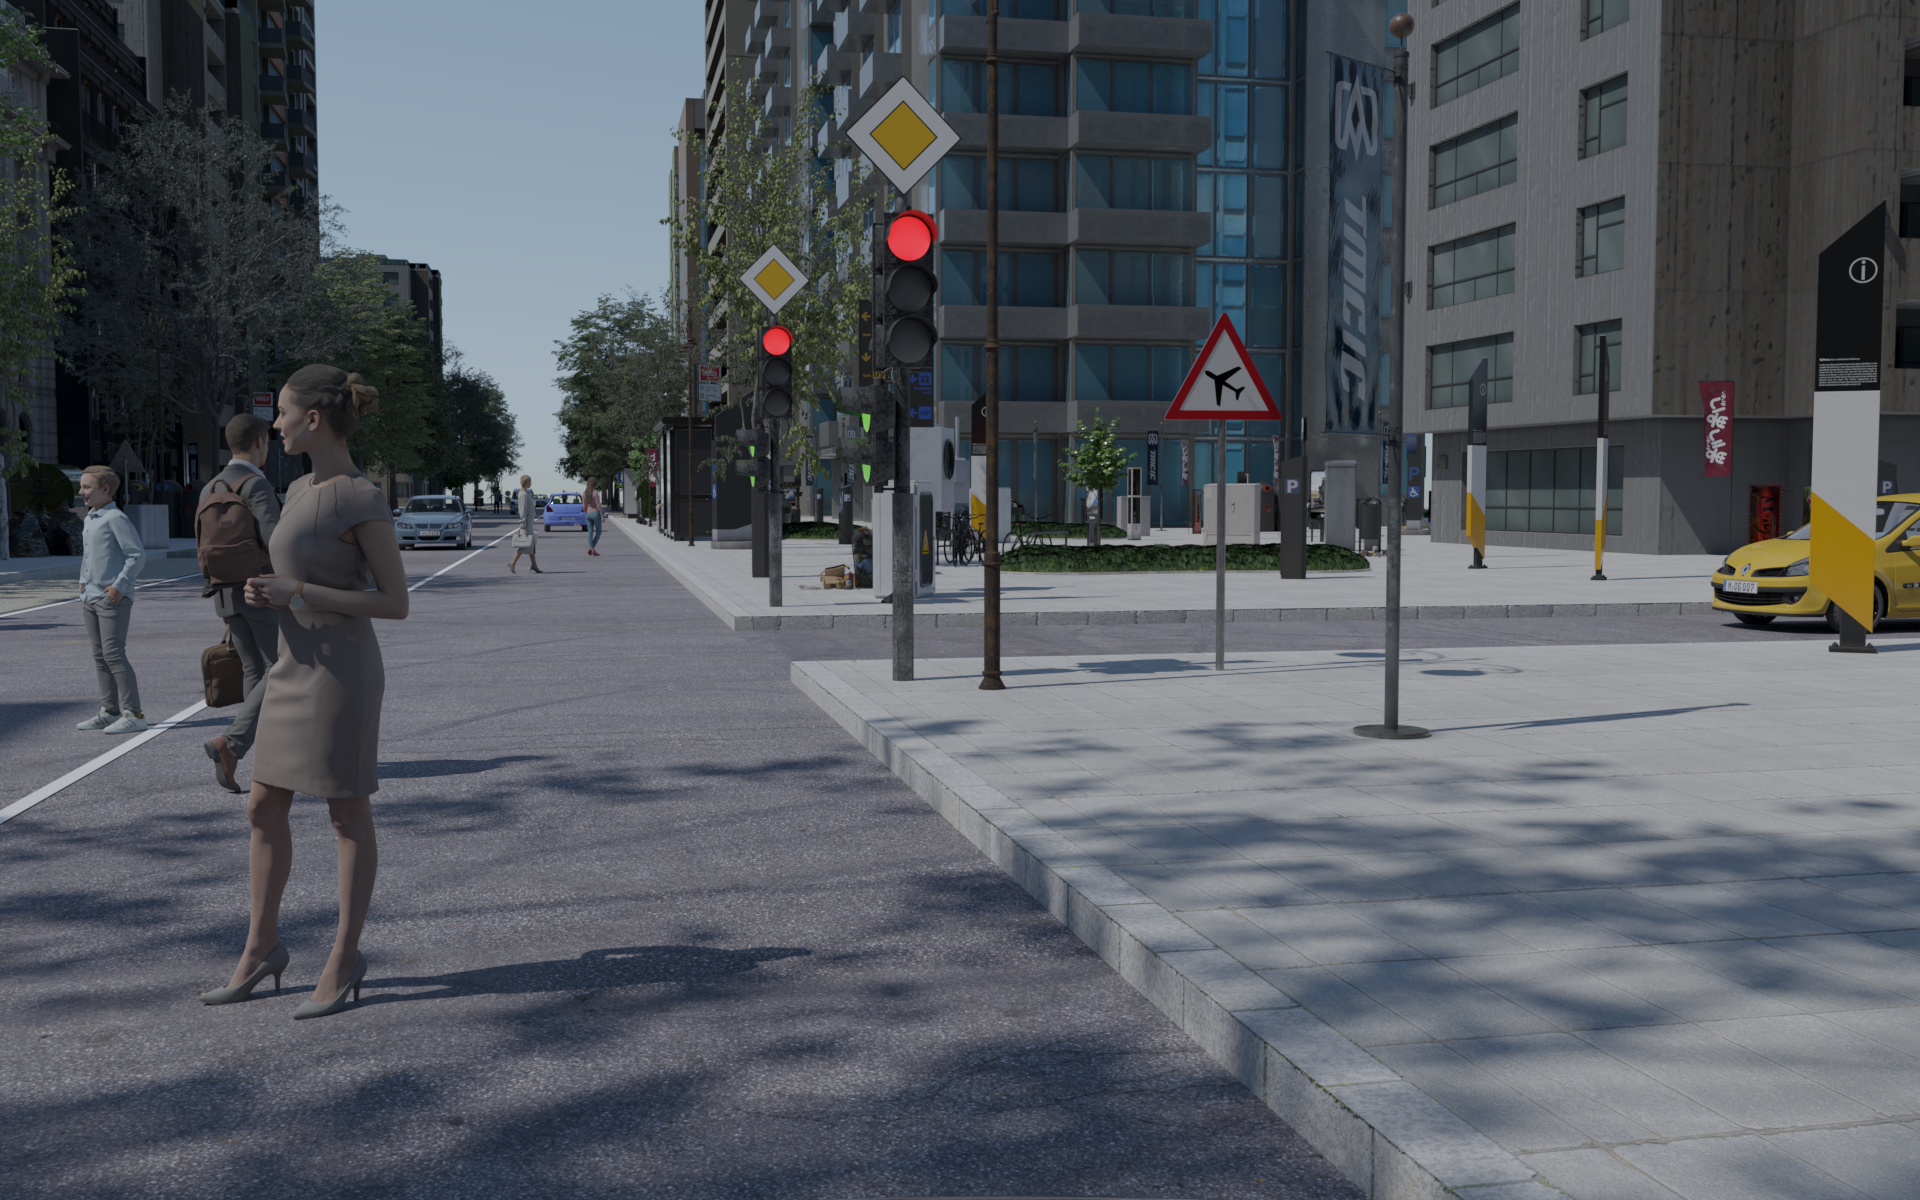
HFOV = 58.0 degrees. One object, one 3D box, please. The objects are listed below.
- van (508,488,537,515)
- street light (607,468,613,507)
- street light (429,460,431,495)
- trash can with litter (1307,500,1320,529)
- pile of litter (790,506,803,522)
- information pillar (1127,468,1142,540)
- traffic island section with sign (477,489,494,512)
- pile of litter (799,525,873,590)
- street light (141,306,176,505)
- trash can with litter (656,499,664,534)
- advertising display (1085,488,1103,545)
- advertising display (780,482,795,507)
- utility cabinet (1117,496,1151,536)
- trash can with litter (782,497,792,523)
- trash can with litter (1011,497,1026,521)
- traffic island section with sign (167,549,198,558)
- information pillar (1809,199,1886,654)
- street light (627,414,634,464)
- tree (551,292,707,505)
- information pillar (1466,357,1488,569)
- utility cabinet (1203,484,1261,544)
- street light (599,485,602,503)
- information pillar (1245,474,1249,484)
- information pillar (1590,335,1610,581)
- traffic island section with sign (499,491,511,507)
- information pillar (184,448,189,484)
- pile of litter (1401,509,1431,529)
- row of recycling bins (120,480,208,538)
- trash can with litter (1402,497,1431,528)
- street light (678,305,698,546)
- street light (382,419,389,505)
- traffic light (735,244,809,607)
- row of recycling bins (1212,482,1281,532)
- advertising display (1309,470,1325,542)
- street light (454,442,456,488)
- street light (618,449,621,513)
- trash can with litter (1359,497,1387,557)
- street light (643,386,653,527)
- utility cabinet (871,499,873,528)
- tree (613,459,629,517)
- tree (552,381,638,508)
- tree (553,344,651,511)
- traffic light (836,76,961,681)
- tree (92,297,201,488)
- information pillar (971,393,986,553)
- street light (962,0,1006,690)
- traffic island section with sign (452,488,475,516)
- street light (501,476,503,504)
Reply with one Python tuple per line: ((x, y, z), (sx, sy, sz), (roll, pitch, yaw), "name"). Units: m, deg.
((-30.787, -7.031, 121.970), (2.013, 2.044, 4.112), (-1, 4, -12), "van")
((-28.479, -10.346, 141.941), (0.468, 5.910, 1.993), (-1, 4, -12), "street light")
((-35.809, -8.817, 116.944), (0.468, 5.910, 1.993), (-1, 4, -12), "street light")
((12.842, -3.159, 63.031), (0.624, 1.170, 1.055), (0, 4, 7), "trash can with litter")
((-5.852, -2.972, 62.555), (1.719, 0.858, 1.176), (-1, 4, -23), "pile of litter")
((4.842, -2.665, 48.059), (0.304, 2.012, 0.304), (-1, 4, -17), "information pillar")
((-39.194, -8.137, 141.664), (1.989, 1.847, 2.006), (-1, 4, -12), "traffic island section with sign")
((-1.414, -0.599, 23.753), (1.719, 0.858, 1.176), (-1, 4, -13), "pile of litter")
((-19.682, -4.274, 42.660), (0.468, 5.910, 1.993), (-1, 4, -12), "street light")
((-9.617, -2.739, 56.171), (0.624, 1.170, 1.055), (-1, 4, -19), "trash can with litter")
((3.231, -2.235, 41.761), (0.123, 1.923, 0.974), (-1, 4, -14), "advertising display")
((-9.242, -5.347, 92.634), (0.974, 1.923, 0.123), (-3, 5, -40), "advertising display")
((5.265, -2.530, 52.534), (1.020, 1.237, 0.306), (-2, 4, -25), "utility cabinet")
((-5.917, -2.948, 59.580), (0.624, 1.170, 1.055), (-2, 4, -34), "trash can with litter")
((2.073, -2.738, 56.146), (1.055, 1.170, 0.624), (0, 4, -7), "trash can with litter")
((-16.852, -1.891, 39.539), (1.989, 1.847, 2.006), (-1, 4, -12), "traffic island section with sign")
((7.162, -1.383, 13.970), (0.504, 3.616, 0.183), (2, 4, 24), "information pillar")
((-17.647, -7.328, 92.600), (0.468, 5.910, 1.993), (-1, 4, -12), "street light")
((-20.650, -12.302, 107.796), (9.857, 13.997, 8.962), (0, 3, 0), "tree")
((8.846, -2.340, 29.617), (0.504, 3.616, 0.183), (-3, 5, -43), "information pillar")
((5.726, -1.703, 36.518), (1.173, 1.500, 0.318), (2, 4, 35), "utility cabinet")
((-40.527, -13.724, 197.173), (0.468, 5.910, 1.993), (-1, 4, -12), "street light")
((10.376, -3.590, 63.194), (0.304, 2.012, 0.304), (1, 4, 16), "information pillar")
((9.573, -2.107, 25.811), (0.183, 3.616, 0.504), (2, 4, 29), "information pillar")
((-50.984, -11.436, 195.608), (1.989, 1.847, 2.006), (-1, 4, -12), "traffic island section with sign")
((-36.773, -5.570, 82.418), (0.504, 3.616, 0.183), (3, 5, 42), "information pillar")
((15.852, -2.835, 60.313), (1.176, 0.858, 1.719), (-2, 4, -34), "pile of litter")
((-22.638, -2.647, 50.399), (3.534, 1.692, 1.069), (0, 4, 1), "row of recycling bins")
((16.254, -3.085, 61.831), (1.055, 1.170, 0.624), (0, 4, -3), "trash can with litter")
((-6.608, -4.261, 42.451), (0.468, 5.910, 1.993), (-1, 4, -12), "street light")
((-30.433, -7.294, 92.040), (0.468, 5.910, 1.993), (-1, 4, -12), "street light")
((-2.117, -1.877, 19.616), (0.839, 4.253, 0.868), (-1, 4, -12), "traffic light")
((9.847, -3.151, 58.638), (3.534, 1.692, 1.069), (-2, 4, -27), "row of recycling bins")
((9.797, -2.505, 46.176), (0.974, 1.923, 0.123), (2, 4, 32), "advertising display")
((-41.333, -10.338, 141.815), (0.468, 5.910, 1.993), (-1, 4, -12), "street light")
((-23.052, -8.823, 117.049), (0.468, 5.910, 1.993), (-1, 4, -12), "street light")
((8.095, -1.514, 35.818), (2.233, 1.210, 1.678), (-2, 4, -23), "trash can with litter")
((-12.121, -5.801, 67.636), (0.468, 5.910, 1.993), (-1, 4, -12), "street light")
((-1.257, -1.008, 27.647), (0.306, 1.237, 1.020), (0, 4, -5), "utility cabinet")
((-18.287, -6.157, 95.266), (1.663, 3.219, 1.824), (0, 3, 0), "tree")
((-31.347, -14.987, 155.407), (12.009, 13.543, 11.850), (0, 3, 0), "tree")
((-25.909, -13.080, 130.857), (9.611, 12.733, 9.660), (0, 3, 0), "tree")
((-0.410, -1.400, 11.814), (0.839, 4.253, 0.868), (-1, 4, -12), "traffic light")
((-30.300, -6.975, 64.404), (4.360, 8.622, 3.978), (0, 3, 0), "tree")
((0.500, -2.833, 37.668), (0.504, 3.616, 0.183), (0, 4, 5), "information pillar")
((0.211, -2.351, 11.228), (0.468, 5.910, 1.993), (-1, 4, -12), "street light")
((-33.427, -6.526, 115.330), (1.989, 1.847, 2.006), (-1, 4, -12), "traffic island section with sign")
((-59.051, -15.314, 223.173), (0.468, 5.910, 1.993), (-1, 4, -12), "street light")
